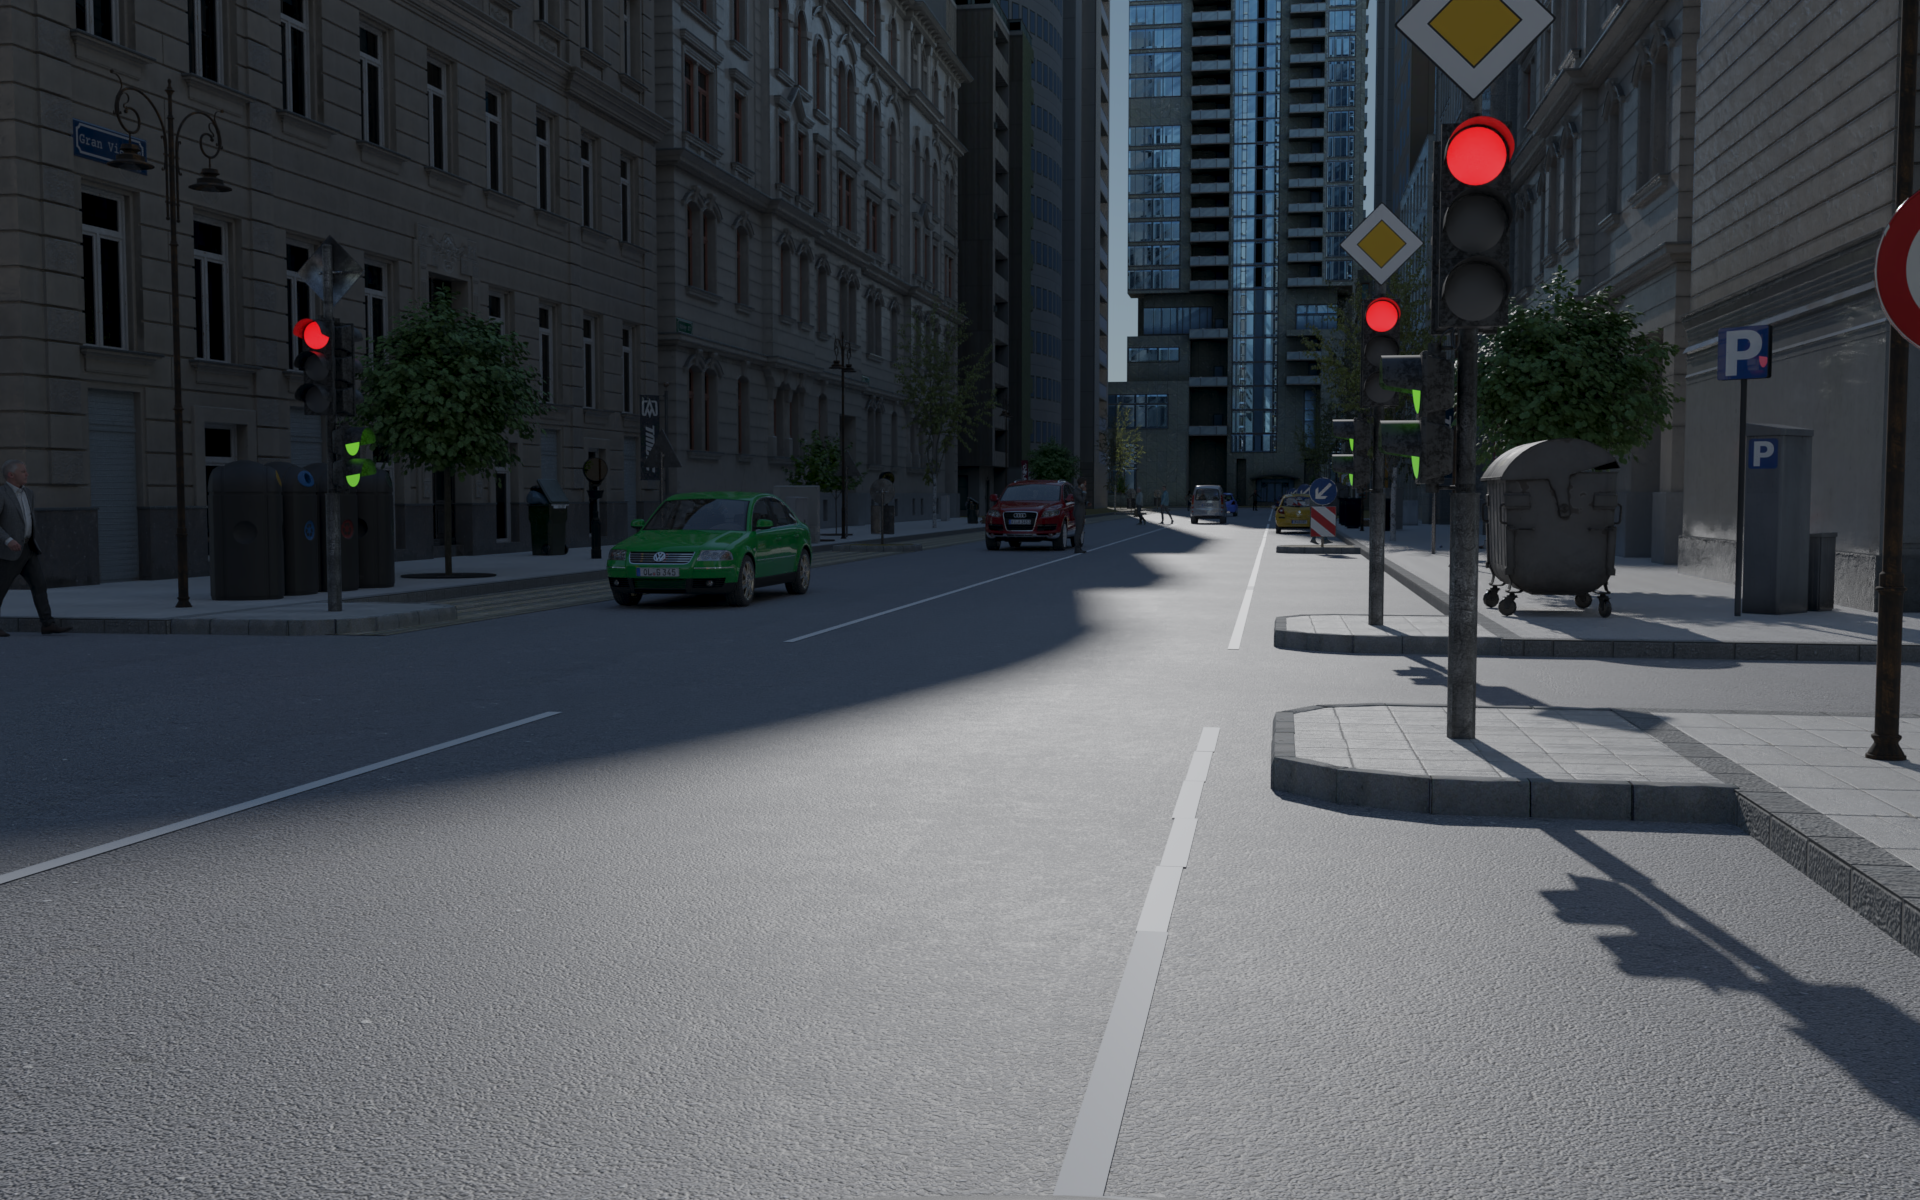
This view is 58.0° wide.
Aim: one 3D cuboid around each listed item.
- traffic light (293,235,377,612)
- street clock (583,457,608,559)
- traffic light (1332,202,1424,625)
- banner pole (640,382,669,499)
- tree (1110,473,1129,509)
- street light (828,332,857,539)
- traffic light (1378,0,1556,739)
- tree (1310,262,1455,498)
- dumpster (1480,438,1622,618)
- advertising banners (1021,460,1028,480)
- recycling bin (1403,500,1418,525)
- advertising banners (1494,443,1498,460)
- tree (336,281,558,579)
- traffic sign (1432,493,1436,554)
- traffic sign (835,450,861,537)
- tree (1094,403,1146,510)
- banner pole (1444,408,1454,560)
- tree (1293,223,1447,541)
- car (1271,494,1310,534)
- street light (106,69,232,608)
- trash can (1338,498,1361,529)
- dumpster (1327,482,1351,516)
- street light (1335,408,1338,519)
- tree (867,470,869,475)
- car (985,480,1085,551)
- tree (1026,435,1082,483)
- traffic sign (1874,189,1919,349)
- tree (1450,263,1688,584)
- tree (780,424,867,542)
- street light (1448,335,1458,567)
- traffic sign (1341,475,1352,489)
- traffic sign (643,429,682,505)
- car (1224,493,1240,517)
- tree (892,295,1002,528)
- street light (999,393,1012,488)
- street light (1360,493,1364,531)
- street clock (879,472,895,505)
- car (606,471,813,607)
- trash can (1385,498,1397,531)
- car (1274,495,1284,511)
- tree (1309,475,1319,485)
[{"bbox_3d":[-6.825,-1.830,18.836,0.839,4.253,0.868,1,4,10],"label":"traffic light"},{"bbox_3d":[-7.223,-1.821,34.338,0.471,2.002,0.358,-1,4,-18],"label":"street clock"},{"bbox_3d":[4.059,-1.709,16.868,0.839,4.253,0.868,1,4,10],"label":"traffic light"},{"bbox_3d":[-6.745,-2.970,38.577,0.863,3.779,0.401,-2,4,-32],"label":"banner pole"},{"bbox_3d":[13.549,-9.195,144.938,1.663,3.219,1.824,0,3,0],"label":"tree"},{"bbox_3d":[-3.340,-4.690,49.477,0.468,5.910,1.993,1,4,10],"label":"street light"},{"bbox_3d":[2.622,-1.229,9.013,0.839,4.253,0.868,1,4,10],"label":"traffic light"},{"bbox_3d":[13.281,-6.387,54.788,4.360,8.622,3.978,0,3,0],"label":"tree"},{"bbox_3d":[6.374,-0.793,18.724,1.264,1.857,1.865,1,4,10],"label":"dumpster"},{"bbox_3d":[3.896,-5.717,89.659,2.074,3.025,0.090,-3,5,-40],"label":"advertising banners"},{"bbox_3d":[18.357,-3.577,71.045,0.722,1.027,0.722,0,4,0],"label":"recycling bin"},{"bbox_3d":[11.914,-2.565,38.124,0.090,3.025,2.074,1,4,9],"label":"advertising banners"},{"bbox_3d":[-7.855,-2.631,26.735,4.285,4.588,4.351,0,3,0],"label":"tree"},{"bbox_3d":[10.110,-2.250,36.901,0.768,2.556,0.104,1,4,11],"label":"traffic sign"},{"bbox_3d":[-3.359,-3.139,51.330,0.884,2.594,0.081,1,4,14],"label":"traffic sign"},{"bbox_3d":[12.664,-11.574,139.596,4.360,8.622,3.978,0,3,0],"label":"tree"},{"bbox_3d":[9.615,-2.679,33.818,0.401,3.779,0.863,-2,4,-34],"label":"banner pole"},{"bbox_3d":[11.707,-5.927,47.270,4.737,8.622,4.395,0,3,0],"label":"tree"},{"bbox_3d":[12.487,-3.276,63.782,2.015,1.641,3.980,1,4,11],"label":"car"},{"bbox_3d":[-8.795,-2.854,19.444,0.468,5.910,1.993,1,4,10],"label":"street light"},{"bbox_3d":[14.635,-3.230,64.462,0.748,1.137,0.748,0,3,0],"label":"trash can"},{"bbox_3d":[18.480,-4.832,84.757,1.264,1.857,1.865,1,4,10],"label":"dumpster"},{"bbox_3d":[19.400,-7.124,89.272,0.468,5.910,1.993,1,4,10],"label":"street light"},{"bbox_3d":[-3.848,-3.600,53.469,1.663,3.219,1.824,0,3,0],"label":"tree"},{"bbox_3d":[2.028,-2.260,45.621,2.281,1.827,5.304,1,4,12],"label":"car"},{"bbox_3d":[5.003,-6.833,95.439,4.285,4.588,4.351,0,3,0],"label":"tree"},{"bbox_3d":[3.990,-0.411,6.820,0.768,2.556,0.104,1,4,18],"label":"traffic sign"},{"bbox_3d":[8.562,-2.517,24.860,4.285,4.588,4.351,0,3,0],"label":"tree"},{"bbox_3d":[-3.830,-3.210,47.088,1.663,3.219,1.824,0,3,0],"label":"tree"},{"bbox_3d":[8.679,-3.517,30.286,0.468,5.910,1.993,1,4,10],"label":"street light"},{"bbox_3d":[20.027,-5.353,89.653,0.606,2.300,0.079,1,4,11],"label":"traffic sign"},{"bbox_3d":[-5.983,-2.125,34.754,0.884,2.594,0.081,1,4,20],"label":"traffic sign"},{"bbox_3d":[17.039,-6.248,111.749,1.945,1.707,3.694,1,4,11],"label":"car"},{"bbox_3d":[-0.759,-7.020,65.133,4.737,8.622,4.395,0,3,0],"label":"tree"},{"bbox_3d":[2.107,-6.500,79.068,0.468,5.910,1.993,1,4,10],"label":"street light"},{"bbox_3d":[13.922,-5.322,59.800,0.468,5.910,1.993,1,4,10],"label":"street light"},{"bbox_3d":[-2.359,-3.130,55.753,0.471,2.002,0.358,-2,4,-29],"label":"street clock"},{"bbox_3d":[-3.309,-0.901,23.531,1.959,1.807,4.718,1,4,10],"label":"car"},{"bbox_3d":[14.727,-2.956,59.976,0.748,1.137,0.748,0,3,0],"label":"trash can"},{"bbox_3d":[27.762,-8.269,147.775,1.945,1.354,3.894,1,4,9],"label":"car"},{"bbox_3d":[32.247,-10.015,158.354,1.663,3.219,1.824,0,3,0],"label":"tree"}]
